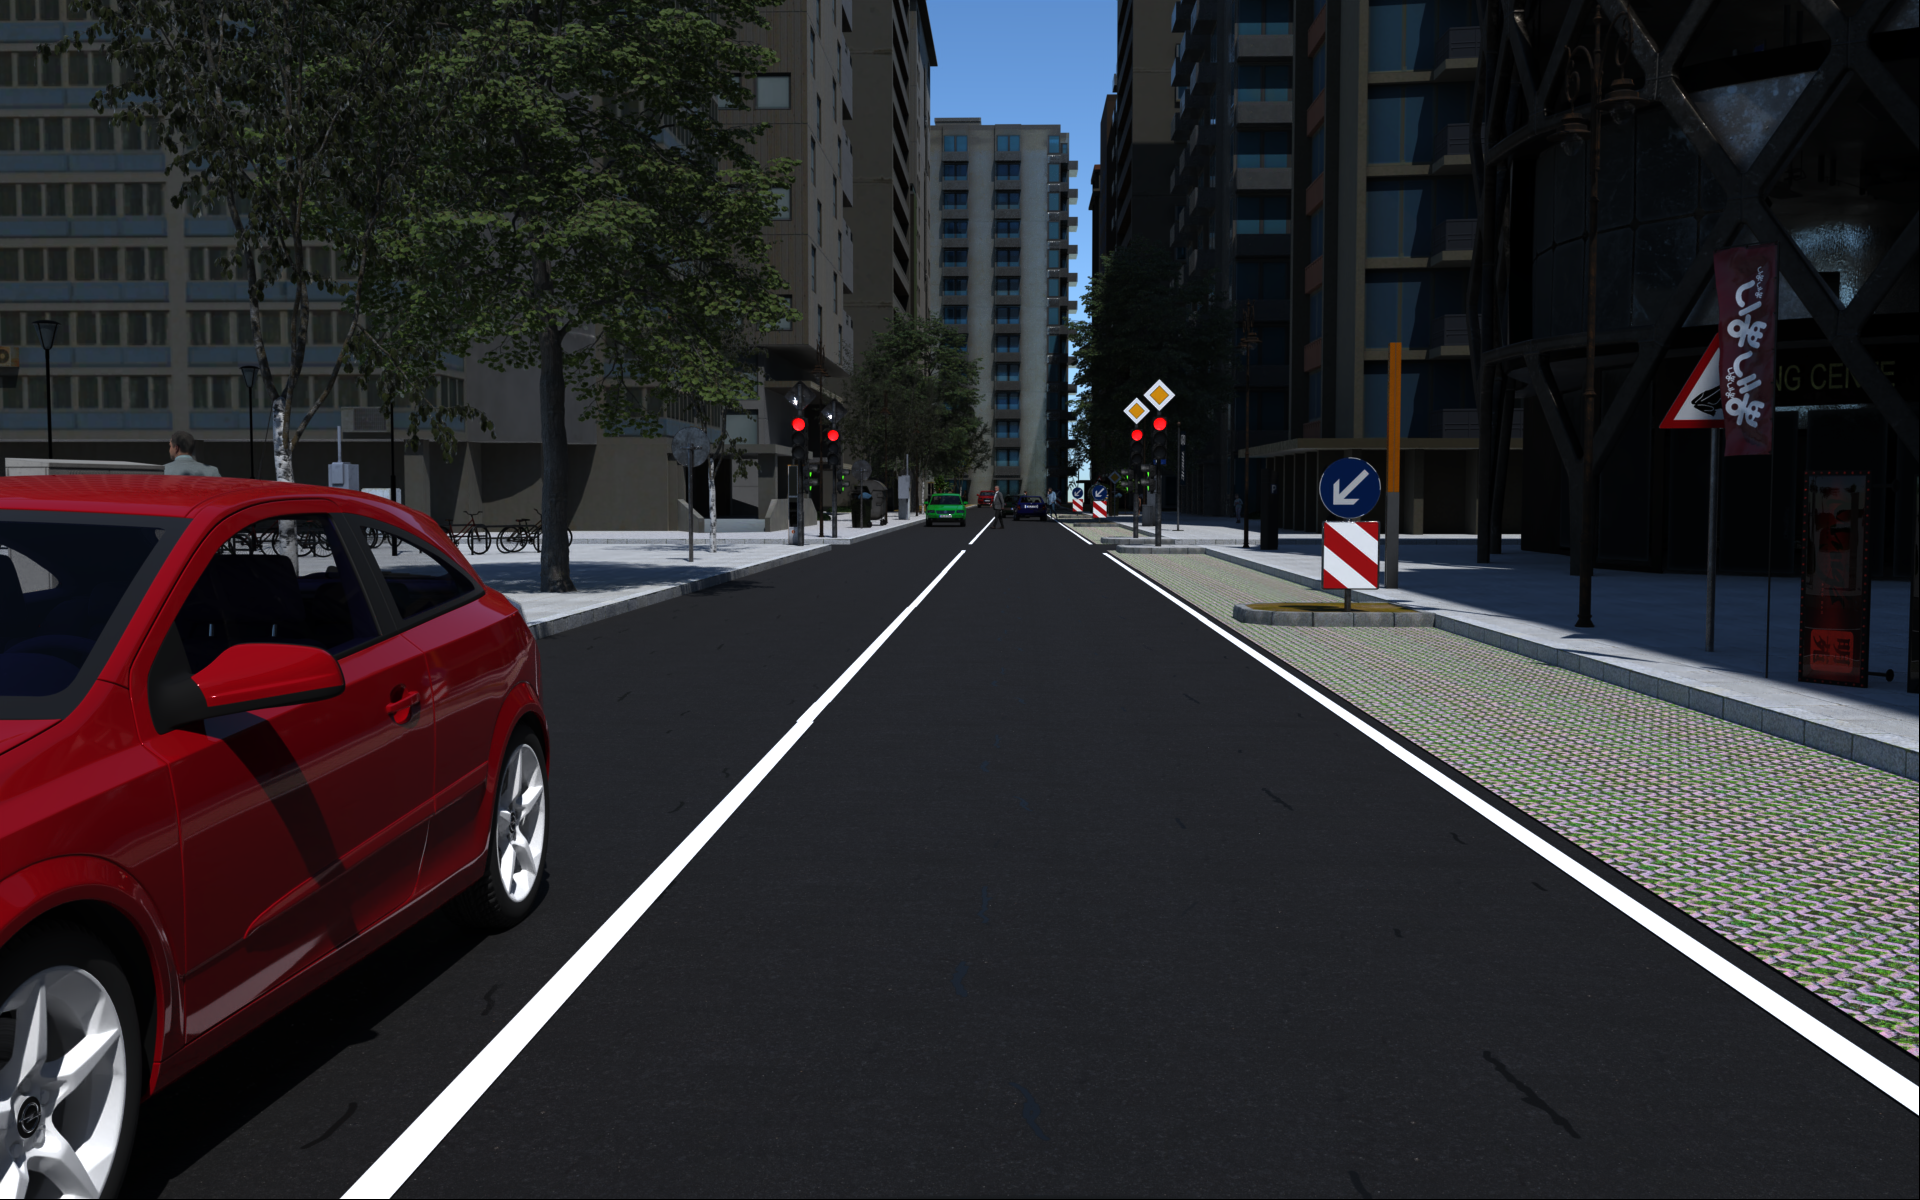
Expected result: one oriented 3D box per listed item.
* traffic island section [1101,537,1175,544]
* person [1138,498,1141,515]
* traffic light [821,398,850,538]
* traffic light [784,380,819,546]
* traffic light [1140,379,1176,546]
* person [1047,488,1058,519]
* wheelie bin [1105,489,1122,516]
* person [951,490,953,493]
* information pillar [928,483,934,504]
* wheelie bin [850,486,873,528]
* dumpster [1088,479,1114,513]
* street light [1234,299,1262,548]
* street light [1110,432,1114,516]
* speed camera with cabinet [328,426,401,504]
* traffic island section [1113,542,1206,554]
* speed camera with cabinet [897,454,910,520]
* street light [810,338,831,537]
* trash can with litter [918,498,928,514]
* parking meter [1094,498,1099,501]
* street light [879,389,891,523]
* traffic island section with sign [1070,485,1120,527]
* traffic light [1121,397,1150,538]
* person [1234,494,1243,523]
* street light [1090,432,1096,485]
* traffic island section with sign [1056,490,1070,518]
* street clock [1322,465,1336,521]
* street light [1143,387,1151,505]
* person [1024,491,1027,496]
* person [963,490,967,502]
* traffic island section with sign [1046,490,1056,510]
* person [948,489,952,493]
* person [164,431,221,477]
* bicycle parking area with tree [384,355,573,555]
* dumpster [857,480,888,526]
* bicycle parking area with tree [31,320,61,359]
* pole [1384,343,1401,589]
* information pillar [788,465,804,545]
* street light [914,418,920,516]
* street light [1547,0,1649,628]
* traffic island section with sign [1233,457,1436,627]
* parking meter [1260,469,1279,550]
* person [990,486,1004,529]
[{"bbox_3d":[5.143,-1.724,50.467,2.009,0.180,2.903,0,4,2],"label":"traffic island section"},{"bbox_3d":[10.732,-5.735,104.482,0.362,1.253,0.373,3,5,42],"label":"person"},{"bbox_3d":[-3.654,-3.774,50.623,0.839,4.253,0.868,0,4,2],"label":"traffic light"},{"bbox_3d":[-3.914,-3.286,42.642,0.839,4.253,0.868,0,4,2],"label":"traffic light"},{"bbox_3d":[4.843,-3.269,42.374,0.839,4.253,0.868,0,4,2],"label":"traffic light"},{"bbox_3d":[5.263,-5.489,98.511,0.793,1.790,0.793,1,4,12],"label":"person"},{"bbox_3d":[9.062,-5.757,102.041,0.980,1.594,0.693,0,4,-1],"label":"wheelie bin"},{"bbox_3d":[-0.909,-11.780,198.778,0.705,1.807,1.348,-3,5,-44],"label":"person"},{"bbox_3d":[-1.872,-6.527,111.212,0.304,2.012,0.304,3,4,39],"label":"information pillar"},{"bbox_3d":[-3.750,-3.547,65.902,0.980,1.594,0.693,3,4,37],"label":"wheelie bin"},{"bbox_3d":[9.358,-6.956,116.218,1.502,2.255,1.985,0,4,2],"label":"dumpster"},{"bbox_3d":[6.825,-4.181,41.147,0.468,5.910,1.993,0,4,2],"label":"street light"},{"bbox_3d":[8.717,-7.779,99.979,0.468,5.910,1.993,0,4,2],"label":"street light"},{"bbox_3d":[-17.315,-3.429,50.396,2.038,3.252,0.660,1,4,14],"label":"speed camera with cabinet"},{"bbox_3d":[4.883,-1.236,42.486,2.009,0.180,2.903,0,4,2],"label":"traffic island section"},{"bbox_3d":[-2.802,-5.646,86.642,0.660,3.252,2.038,0,4,0],"label":"speed camera with cabinet"},{"bbox_3d":[-4.119,-4.805,51.354,0.468,5.910,1.993,0,4,2],"label":"street light"},{"bbox_3d":[-2.249,-6.291,114.244,1.055,1.170,0.624,-1,4,-18],"label":"trash can with litter"},{"bbox_3d":[8.766,-6.278,111.061,0.372,1.533,0.369,0,3,0],"label":"parking meter"},{"bbox_3d":[-3.248,-6.315,76.039,0.468,5.910,1.993,0,4,2],"label":"street light"},{"bbox_3d":[5.980,-4.117,75.935,1.989,1.847,2.006,0,4,2],"label":"traffic island section with sign"},{"bbox_3d":[5.103,-3.757,50.355,0.839,4.253,0.868,0,4,2],"label":"traffic light"},{"bbox_3d":[12.245,-4.033,76.257,0.425,1.301,0.394,1,4,22],"label":"person"},{"bbox_3d":[9.586,-9.312,125.044,0.468,5.910,1.993,0,4,2],"label":"street light"},{"bbox_3d":[6.867,-5.775,103.050,1.989,1.847,2.006,0,4,2],"label":"traffic island section with sign"},{"bbox_3d":[9.241,-2.356,43.097,0.471,2.002,0.358,-3,4,-38],"label":"street clock"},{"bbox_3d":[7.961,-6.237,74.760,0.468,5.910,1.993,0,4,2],"label":"street light"},{"bbox_3d":[5.673,-8.466,147.723,0.445,1.727,0.742,-1,4,-19],"label":"person"},{"bbox_3d":[0.518,-11.862,200.704,0.721,1.735,1.217,1,4,17],"label":"person"},{"bbox_3d":[8.486,-8.818,152.796,1.989,1.847,2.006,0,4,2],"label":"traffic island section with sign"},{"bbox_3d":[-1.096,-10.951,185.101,1.348,1.823,0.705,-2,4,-34],"label":"person"},{"bbox_3d":[-6.457,-0.514,14.543,0.391,1.810,0.635,3,4,38],"label":"person"},{"bbox_3d":[-13.687,-3.085,37.434,9.016,4.147,8.231,-3,5,-40],"label":"bicycle parking area with tree"},{"bbox_3d":[-3.632,-3.970,70.667,1.264,1.857,1.865,0,4,2],"label":"dumpster"},{"bbox_3d":[-15.405,-2.392,26.114,9.016,4.147,8.231,2,4,24],"label":"bicycle parking area with tree"},{"bbox_3d":[5.862,-1.811,23.450,0.158,3.312,0.155,0,3,0],"label":"pole"},{"bbox_3d":[-4.126,-2.391,43.585,0.304,2.012,0.304,2,4,24],"label":"information pillar"},{"bbox_3d":[-2.514,-7.831,100.827,0.468,5.910,1.993,0,4,2],"label":"street light"},{"bbox_3d":[6.032,-2.676,16.547,0.468,5.910,1.993,0,4,2],"label":"street light"},{"bbox_3d":[4.132,-0.664,19.492,1.989,1.847,2.006,0,4,2],"label":"traffic island section with sign"},{"bbox_3d":[7.136,-2.090,39.890,0.399,1.863,0.255,-3,5,-40],"label":"parking meter"},{"bbox_3d":[1.495,-3.818,71.319,0.834,1.777,0.661,-3,4,-37],"label":"person"}]
